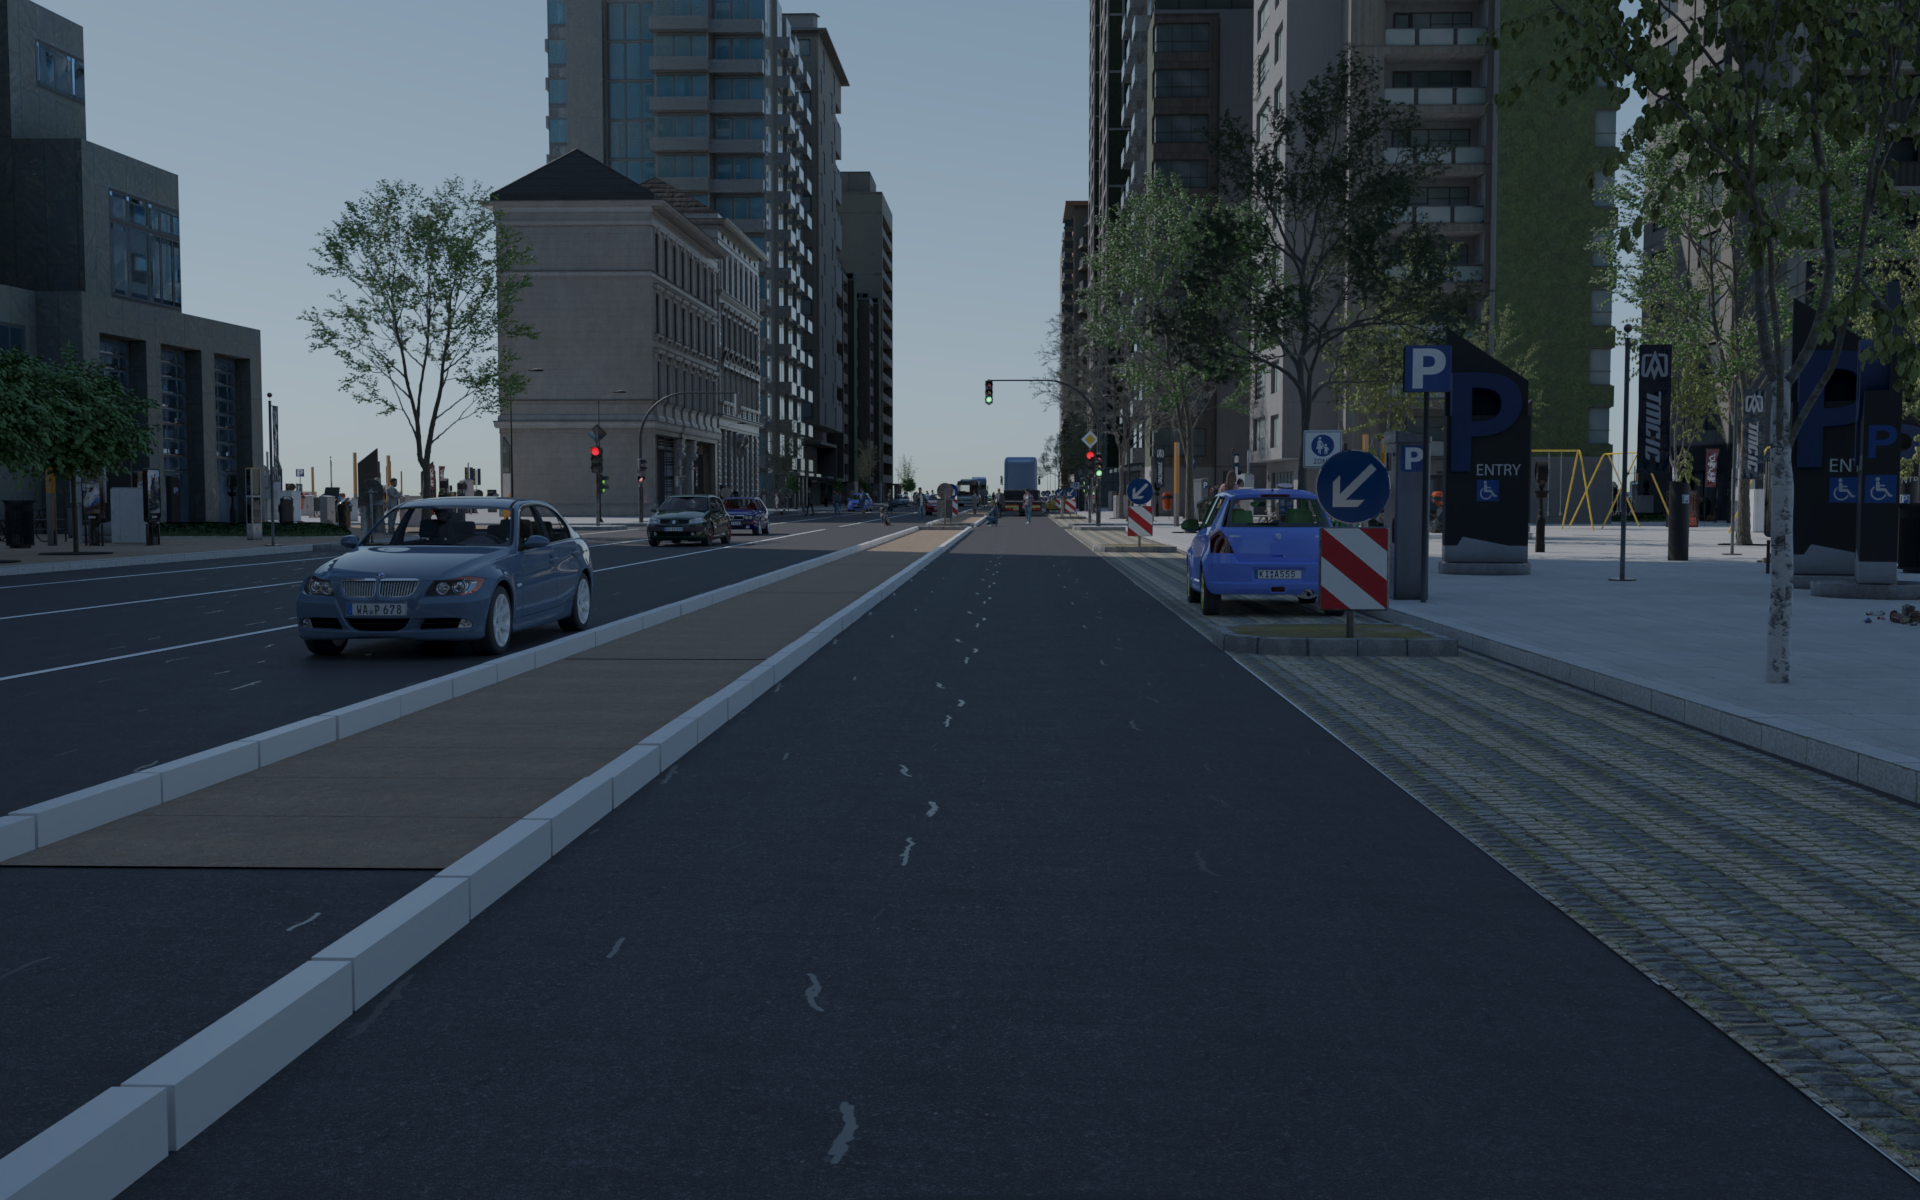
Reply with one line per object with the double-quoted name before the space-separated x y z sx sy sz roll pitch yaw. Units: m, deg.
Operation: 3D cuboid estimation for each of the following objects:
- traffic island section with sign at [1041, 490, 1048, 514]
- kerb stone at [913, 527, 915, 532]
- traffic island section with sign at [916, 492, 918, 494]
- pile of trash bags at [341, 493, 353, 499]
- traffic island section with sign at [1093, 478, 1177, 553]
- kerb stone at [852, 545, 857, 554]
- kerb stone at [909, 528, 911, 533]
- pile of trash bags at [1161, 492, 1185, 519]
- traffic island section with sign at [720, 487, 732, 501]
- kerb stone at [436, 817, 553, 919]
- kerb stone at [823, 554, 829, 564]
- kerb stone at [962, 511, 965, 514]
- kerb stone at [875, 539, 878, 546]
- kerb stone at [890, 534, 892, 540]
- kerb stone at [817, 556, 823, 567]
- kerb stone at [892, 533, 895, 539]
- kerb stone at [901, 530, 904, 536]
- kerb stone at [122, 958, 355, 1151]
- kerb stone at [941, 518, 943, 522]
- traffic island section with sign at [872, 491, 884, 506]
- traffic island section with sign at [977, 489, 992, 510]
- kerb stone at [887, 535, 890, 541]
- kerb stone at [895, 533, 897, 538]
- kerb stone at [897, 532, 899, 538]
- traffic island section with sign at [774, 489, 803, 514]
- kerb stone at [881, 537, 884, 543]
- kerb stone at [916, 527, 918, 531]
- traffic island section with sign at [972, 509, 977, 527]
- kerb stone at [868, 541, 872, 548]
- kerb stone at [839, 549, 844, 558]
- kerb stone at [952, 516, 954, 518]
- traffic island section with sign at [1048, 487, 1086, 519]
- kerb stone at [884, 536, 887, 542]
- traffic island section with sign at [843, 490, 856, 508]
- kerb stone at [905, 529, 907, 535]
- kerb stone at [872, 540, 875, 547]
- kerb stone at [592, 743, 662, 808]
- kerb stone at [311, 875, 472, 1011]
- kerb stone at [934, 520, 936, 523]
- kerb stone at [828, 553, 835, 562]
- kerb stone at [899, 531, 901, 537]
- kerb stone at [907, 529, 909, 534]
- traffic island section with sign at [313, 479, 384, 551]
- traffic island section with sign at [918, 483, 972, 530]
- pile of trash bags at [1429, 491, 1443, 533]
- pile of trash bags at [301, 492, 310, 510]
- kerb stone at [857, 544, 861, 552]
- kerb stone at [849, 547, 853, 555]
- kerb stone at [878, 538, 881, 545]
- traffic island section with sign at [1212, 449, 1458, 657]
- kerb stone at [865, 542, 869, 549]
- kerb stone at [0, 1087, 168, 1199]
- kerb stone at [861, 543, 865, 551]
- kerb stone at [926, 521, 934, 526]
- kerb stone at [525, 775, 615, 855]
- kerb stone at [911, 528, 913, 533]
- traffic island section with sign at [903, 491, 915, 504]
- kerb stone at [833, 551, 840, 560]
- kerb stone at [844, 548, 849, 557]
"traffic island section with sign" 7.121 -7.188 126.148 1.989 1.847 2.006 0 4 2
"kerb stone" -1.853 -2.545 63.831 0.120 0.150 1.000 0 4 2
"traffic island section with sign" -7.218 -17.016 286.830 1.989 1.847 2.006 0 4 2
"pile of trash bags" -49.211 -8.190 143.653 1.912 1.369 3.447 1 4 16
"traffic island section with sign" 4.314 -2.106 43.065 1.989 1.847 2.006 0 4 2
"kerb stone" -2.611 -1.167 41.270 0.120 0.150 1.000 0 4 2
"kerb stone" -1.919 -2.421 61.774 0.120 0.150 1.000 0 4 2
"pile of trash bags" 12.087 -4.882 89.576 3.447 1.369 1.912 -1 4 -11
"traffic island section with sign" -13.513 -5.581 99.883 1.989 1.847 2.006 0 4 2
"kerb stone" -1.689 0.971 6.324 0.120 0.150 1.000 0 4 2
"kerb stone" -2.817 -0.787 35.120 0.120 0.150 1.000 0 4 2
"kerb stone" 0.092 -6.085 121.716 0.120 0.150 1.000 0 4 2
"kerb stone" -2.404 -1.535 47.426 0.120 0.150 1.000 0 4 2
"kerb stone" -2.230 -1.856 52.540 0.120 0.150 1.000 0 4 2
"kerb stone" -2.854 -0.725 34.090 0.120 0.150 1.000 0 4 2
"kerb stone" -2.197 -1.919 53.565 0.120 0.150 1.000 0 4 2
"kerb stone" -2.051 -2.170 57.668 0.120 0.150 1.000 0 4 2
"kerb stone" -1.751 1.099 4.273 0.120 0.150 1.000 0 4 2
"kerb stone" -1.081 -3.954 86.851 0.120 0.150 1.000 0 4 2
"traffic island section with sign" -9.991 -11.966 204.278 1.989 1.847 2.006 0 4 2
"traffic island section with sign" 2.140 -8.779 151.673 2.006 1.907 1.989 0 4 2
"kerb stone" -2.263 -1.793 51.513 0.120 0.150 1.000 0 4 2
"kerb stone" -2.168 -1.978 54.592 0.120 0.150 1.000 0 4 2
"kerb stone" -2.131 -2.042 55.615 0.120 0.150 1.000 0 4 2
"traffic island section with sign" -12.601 -7.253 127.219 1.989 1.847 2.006 0 4 2
"kerb stone" -2.333 -1.668 49.469 0.120 0.150 1.000 0 4 2
"kerb stone" -1.793 -2.672 65.888 0.120 0.150 1.000 0 4 2
"traffic island section with sign" -0.377 -4.186 76.577 2.006 1.907 1.989 0 4 2
"kerb stone" -2.470 -1.415 45.374 0.120 0.150 1.000 0 4 2
"kerb stone" -2.716 -0.978 38.189 0.120 0.150 1.000 0 4 2
"kerb stone" -0.603 -4.831 101.187 0.120 0.150 1.000 0 4 2
"traffic island section with sign" 6.197 -5.540 99.209 1.989 1.847 2.006 0 4 2
"kerb stone" -2.296 -1.731 50.491 0.120 0.150 1.000 0 4 2
"traffic island section with sign" -10.903 -10.295 176.951 1.989 1.847 2.006 0 4 2
"kerb stone" -1.990 -2.295 59.721 0.120 0.150 1.000 0 4 2
"kerb stone" -2.439 -1.480 46.397 0.120 0.150 1.000 0 4 2
"kerb stone" -1.617 0.851 8.376 0.120 0.150 1.000 0 4 2
"kerb stone" -1.719 1.034 5.295 0.120 0.150 1.000 0 4 2
"kerb stone" -1.320 -3.516 79.687 0.120 0.150 1.000 0 4 2
"kerb stone" -2.779 -0.853 36.145 0.120 0.150 1.000 0 4 2
"kerb stone" -2.097 -2.100 56.647 0.120 0.150 1.000 0 4 2
"kerb stone" -1.959 -2.355 60.747 0.120 0.150 1.000 0 4 2
"traffic island section with sign" -15.358 -2.207 44.719 1.989 1.847 2.006 0 4 2
"traffic island section with sign" -0.635 -3.733 69.174 2.006 1.907 1.989 0 4 2
"pile of trash bags" 16.366 -2.965 58.226 1.912 1.369 3.447 0 4 2
"pile of trash bags" -52.775 -8.202 143.859 3.447 1.369 1.912 -1 4 -22
"kerb stone" -2.575 -1.230 42.302 0.120 0.150 1.000 0 4 2
"kerb stone" -2.649 -1.102 40.237 0.120 0.150 1.000 0 4 2
"kerb stone" -2.366 -1.606 48.448 0.120 0.150 1.000 0 4 2
"traffic island section with sign" 3.402 -0.459 16.125 1.989 1.847 2.006 0 4 2
"kerb stone" -2.508 -1.352 44.353 0.120 0.150 1.000 0 4 2
"kerb stone" -1.792 1.159 3.251 0.120 0.150 1.000 0 4 2
"kerb stone" -2.542 -1.293 43.331 0.120 0.150 1.000 0 4 2
"kerb stone" -1.361 -3.454 78.661 0.120 0.150 1.000 0 4 2
"kerb stone" -1.655 0.908 7.352 0.120 0.150 1.000 0 4 2
"kerb stone" -1.887 -2.484 62.808 0.120 0.150 1.000 0 4 2
"traffic island section with sign" -8.121 -15.368 259.890 1.989 1.847 2.006 0 4 2
"kerb stone" -2.746 -0.916 37.167 0.120 0.150 1.000 0 4 2
"kerb stone" -2.685 -1.041 39.211 0.120 0.150 1.000 0 4 2
